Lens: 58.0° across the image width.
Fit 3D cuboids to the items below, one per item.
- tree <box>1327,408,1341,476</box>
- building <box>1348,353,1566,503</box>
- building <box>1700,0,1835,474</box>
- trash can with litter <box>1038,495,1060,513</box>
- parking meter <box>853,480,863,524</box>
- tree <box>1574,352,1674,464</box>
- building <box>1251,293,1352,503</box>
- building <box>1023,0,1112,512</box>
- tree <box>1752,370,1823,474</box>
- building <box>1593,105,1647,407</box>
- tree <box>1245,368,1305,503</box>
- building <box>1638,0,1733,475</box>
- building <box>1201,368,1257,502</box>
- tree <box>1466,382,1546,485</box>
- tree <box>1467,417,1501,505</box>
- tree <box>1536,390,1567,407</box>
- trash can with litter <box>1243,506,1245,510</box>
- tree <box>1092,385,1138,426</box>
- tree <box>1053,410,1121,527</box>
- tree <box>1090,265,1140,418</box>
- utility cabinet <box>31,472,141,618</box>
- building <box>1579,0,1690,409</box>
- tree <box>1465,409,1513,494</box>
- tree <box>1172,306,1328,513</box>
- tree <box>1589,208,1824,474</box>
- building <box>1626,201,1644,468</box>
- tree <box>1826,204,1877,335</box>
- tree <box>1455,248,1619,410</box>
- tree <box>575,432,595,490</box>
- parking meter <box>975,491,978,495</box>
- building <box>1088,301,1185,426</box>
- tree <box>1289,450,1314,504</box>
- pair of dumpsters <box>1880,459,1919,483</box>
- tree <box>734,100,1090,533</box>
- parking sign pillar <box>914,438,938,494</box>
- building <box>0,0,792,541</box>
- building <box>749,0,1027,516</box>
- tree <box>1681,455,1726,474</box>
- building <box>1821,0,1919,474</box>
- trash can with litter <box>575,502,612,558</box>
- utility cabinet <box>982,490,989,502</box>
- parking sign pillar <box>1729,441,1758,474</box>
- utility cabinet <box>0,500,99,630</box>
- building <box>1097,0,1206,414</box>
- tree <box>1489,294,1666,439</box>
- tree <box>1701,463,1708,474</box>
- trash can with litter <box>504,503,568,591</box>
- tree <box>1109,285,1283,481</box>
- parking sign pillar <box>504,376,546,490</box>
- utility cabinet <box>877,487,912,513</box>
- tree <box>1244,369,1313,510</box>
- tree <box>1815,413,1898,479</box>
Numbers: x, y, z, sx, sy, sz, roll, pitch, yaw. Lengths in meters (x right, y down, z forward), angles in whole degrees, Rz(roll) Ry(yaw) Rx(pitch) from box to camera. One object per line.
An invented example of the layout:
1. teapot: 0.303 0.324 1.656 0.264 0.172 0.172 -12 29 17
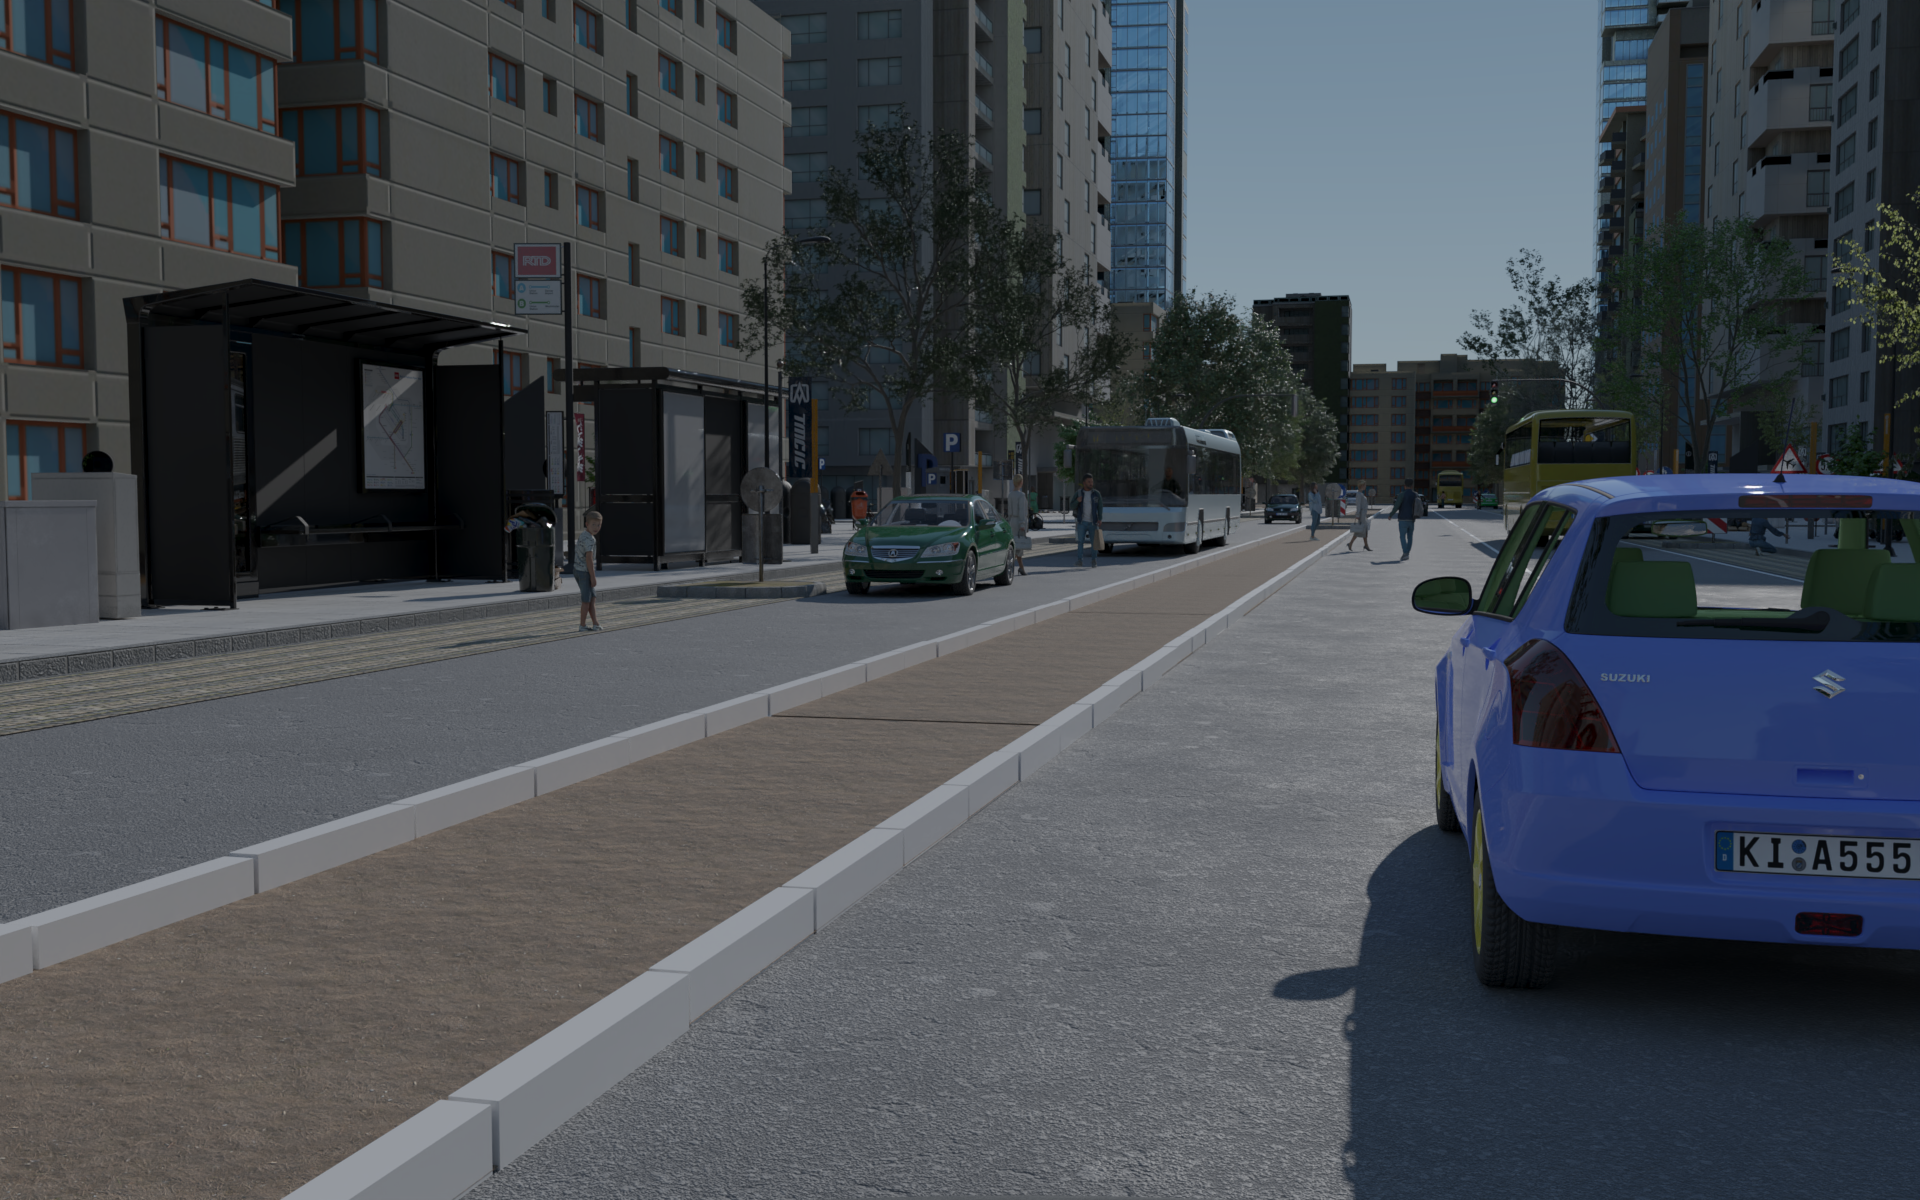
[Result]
1. tree: 39.014 -17.750 196.863 9.857 13.997 8.962 0 3 0
2. building: 72.468 -25.049 254.591 28.899 21.520 27.650 1 4 14
3. building: 67.413 -32.347 118.112 28.713 52.752 27.495 1 4 14
4. trash can with litter: 6.065 -6.420 116.017 2.233 1.210 1.678 -1 4 -19
5. parking meter: -4.364 -4.191 74.233 0.399 1.863 0.255 -1 4 -21
6. tree: 34.693 -8.531 89.841 4.737 8.622 4.395 0 3 0
7. building: 49.729 -29.391 252.247 14.107 30.474 14.160 1 4 14
8. building: -3.458 -33.234 132.616 28.713 52.752 27.495 1 4 14
9. tree: 48.661 -9.280 102.086 4.737 8.622 4.395 0 3 0
10. building: 82.365 -32.807 191.023 22.147 44.769 28.867 1 4 14
11. tree: 26.591 -14.214 150.533 7.486 12.596 7.792 0 3 0
12. building: 69.990 -30.973 156.519 14.600 45.320 14.200 1 4 14
13. building: 30.235 -25.680 264.908 28.899 21.520 27.650 1 4 14
14. tree: 60.406 -17.354 190.386 9.857 13.997 8.962 0 3 0
15. tree: 64.362 -16.639 206.455 8.767 10.594 7.601 2 4 30
16. tree: 41.394 -10.424 120.791 4.737 8.622 4.395 0 3 0
17. trash can with litter: 23.222 -8.082 143.532 1.055 1.170 0.624 -2 4 -24
18. tree: 9.727 -9.716 109.221 4.360 8.622 3.978 0 3 0
19. tree: 5.019 -5.076 66.703 4.285 4.588 4.351 0 3 0
20. tree: 2.383 -7.525 57.443 8.767 10.594 7.601 3 5 39
21. utility cabinet: -9.027 -0.564 17.905 1.173 1.500 0.318 2 4 23
22. building: 101.132 -56.817 241.625 31.000 86.520 22.319 1 4 14
23. tree: 67.502 -18.292 217.206 7.486 12.596 7.792 0 3 0
24. tree: 19.144 -13.015 119.442 9.857 13.997 8.962 0 3 0
25. tree: 26.618 -8.334 62.014 9.928 11.665 9.643 0 3 0
26. building: 73.036 -24.430 171.129 14.160 30.474 14.107 1 4 14
27. tree: 17.953 -4.903 30.523 4.360 8.622 3.978 0 3 0
28. tree: 44.422 -17.133 136.014 12.611 20.169 13.585 0 3 0
29. tree: -9.465 -3.165 46.346 1.663 3.219 1.824 0 3 0
30. parking meter: 1.018 -5.227 93.870 0.372 1.533 0.369 0 3 0
31. building: 7.573 -20.084 173.418 27.650 21.520 28.899 1 4 14
32. tree: 43.990 -16.544 220.853 4.360 8.622 3.978 0 3 0
33. pair of dumpsters: 25.143 -2.749 47.432 1.574 2.255 4.437 1 4 14
34. tree: -1.679 -6.586 42.087 8.767 10.594 7.601 1 4 10
35. parking sign pillar: -1.603 -5.838 83.929 1.447 3.967 1.447 3 5 44
36. building: -23.757 -12.862 55.333 28.899 21.520 27.650 1 4 14
37. building: -4.422 -25.592 102.022 14.154 41.232 14.086 1 4 14
38. tree: 59.217 -9.425 137.806 4.285 4.588 4.351 0 3 0
39. building: 52.972 -19.316 87.511 14.107 30.474 14.160 1 4 14
40. trash can with litter: -7.317 -1.397 34.221 1.055 1.170 0.624 -3 5 -45
41. utility cabinet: 1.869 -6.426 113.744 1.173 1.500 0.318 -2 4 -25
42. parking sign pillar: 39.280 -6.018 86.861 1.447 3.967 1.447 2 4 25
43. utility cabinet: -8.906 -0.346 16.819 0.306 1.237 1.020 2 4 23
44. building: 15.237 -54.913 210.490 31.000 86.520 22.319 1 4 14
45. tree: 38.056 -12.046 107.319 12.009 13.543 11.850 0 3 0
46. tree: 38.907 -5.855 90.325 1.663 3.219 1.824 0 3 0
47. trash can with litter: -5.628 -0.710 22.997 0.624 1.170 1.055 0 4 -2
48. tree: 13.022 -10.903 95.265 9.611 12.733 9.660 0 3 0
49. parking sign pillar: -10.082 -3.105 39.234 1.447 3.967 1.447 -3 4 -38
50. utility cabinet: -2.193 -3.023 58.113 1.173 1.500 0.318 2 4 29
51. tree: 23.743 -13.068 139.425 9.928 11.665 9.643 0 3 0
52. tree: 21.445 -2.869 41.509 1.663 3.219 1.824 0 3 0
